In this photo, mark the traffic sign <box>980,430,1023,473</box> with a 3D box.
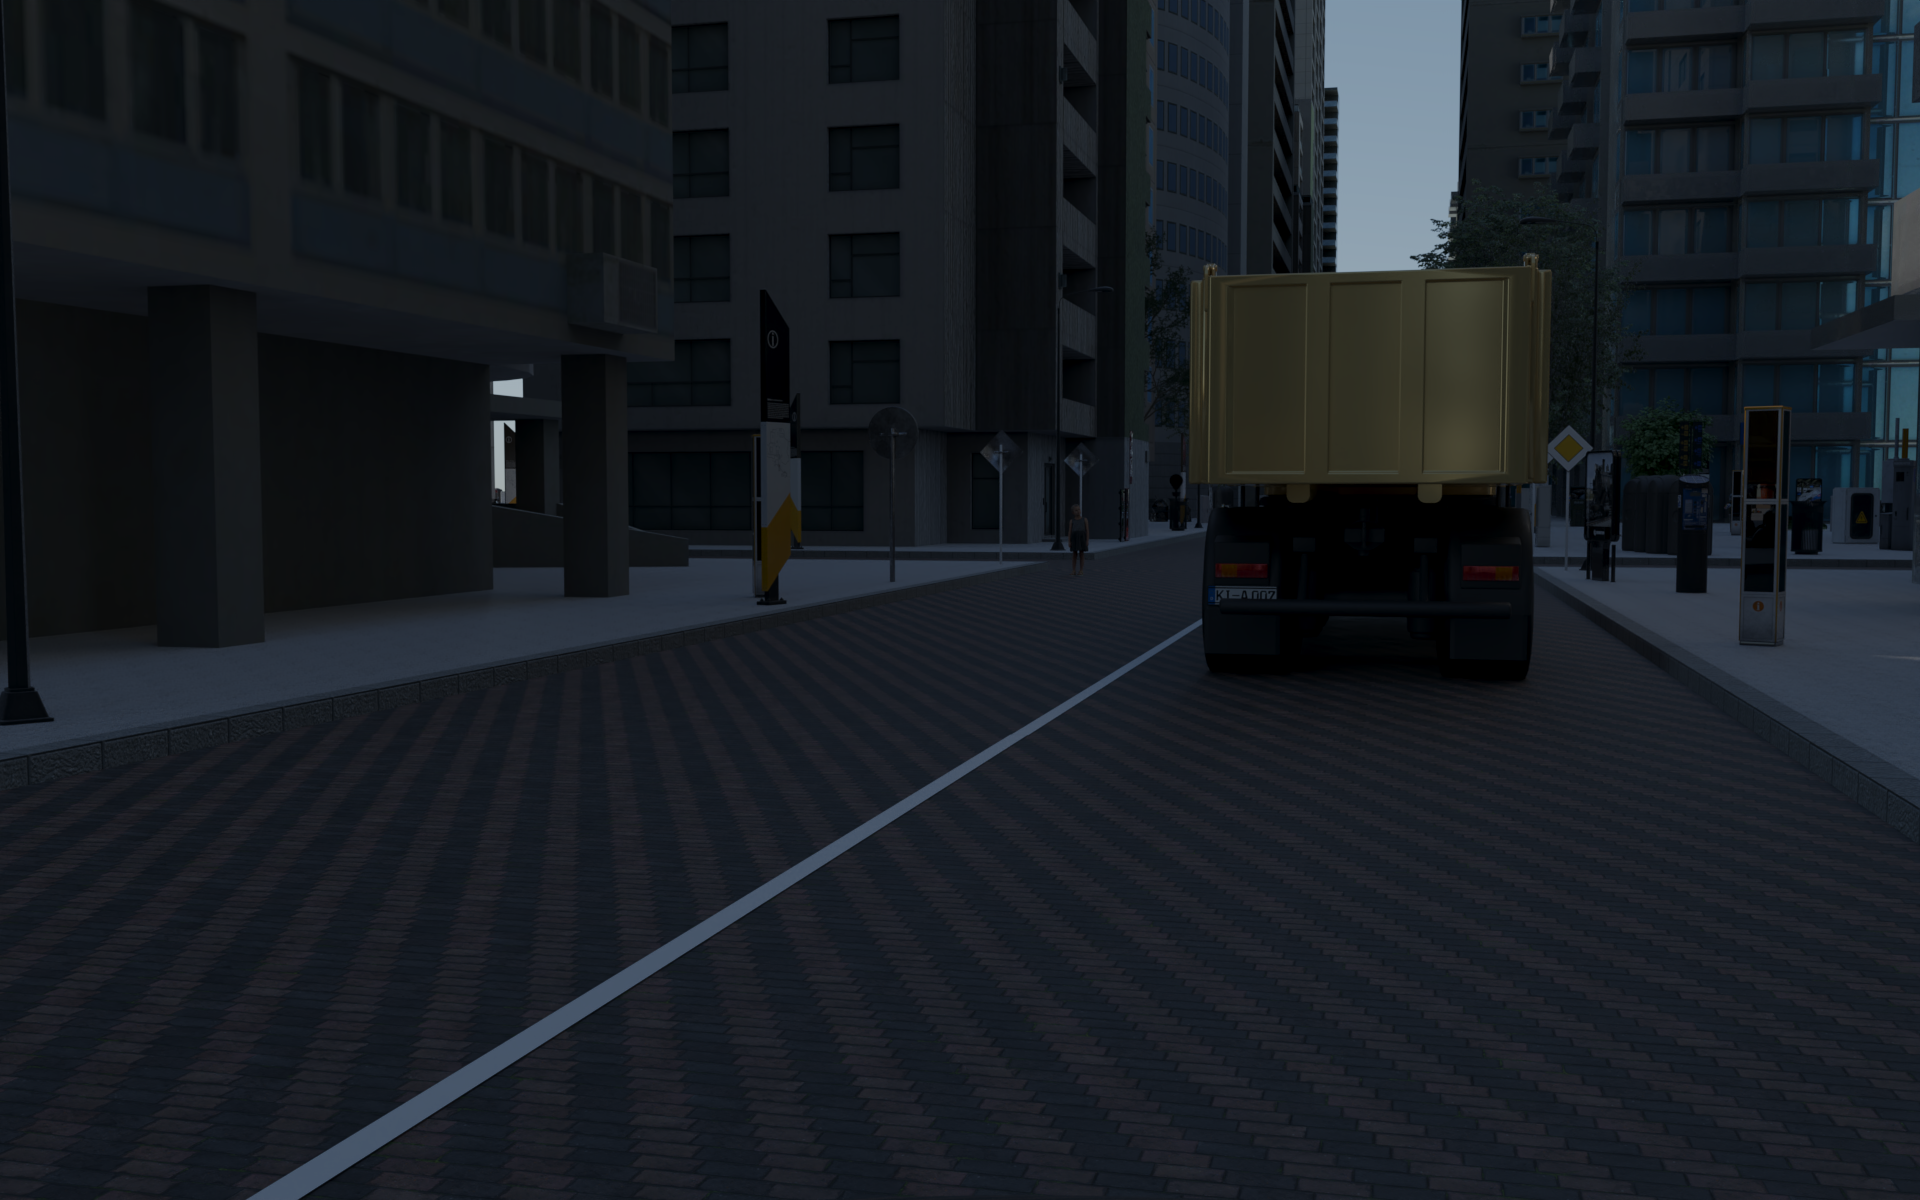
[{"bbox_3d":[0.734,-1.793,31.512,0.795,2.593,0.064,1,4,14],"label":"traffic sign"}]

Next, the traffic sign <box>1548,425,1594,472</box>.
[{"bbox_3d":[10.215,-1.643,29.059,0.795,2.593,0.064,1,4,14],"label":"traffic sign"}]

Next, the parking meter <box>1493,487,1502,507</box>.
[{"bbox_3d":[16.390,-2.902,53.161,0.399,1.863,0.255,-1,4,-23],"label":"parking meter"}]

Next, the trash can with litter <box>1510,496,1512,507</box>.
[{"bbox_3d":[26.840,-4.457,83.937,1.678,1.210,2.233,3,5,43],"label":"trash can with litter"}]

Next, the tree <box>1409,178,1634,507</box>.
[{"bbox_3d":[22.393,-10.038,70.769,9.857,13.997,8.962,0,3,0],"label":"tree"}]

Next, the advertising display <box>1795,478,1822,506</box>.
[{"bbox_3d":[34.479,-3.986,70.378,0.974,1.923,0.123,1,4,11],"label":"advertising display"}]

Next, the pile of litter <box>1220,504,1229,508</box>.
[{"bbox_3d":[12.043,-3.864,77.135,1.176,0.858,1.719,1,4,20],"label":"pile of litter"}]

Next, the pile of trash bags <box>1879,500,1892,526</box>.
[{"bbox_3d":[37.649,-3.642,69.304,3.447,1.369,1.912,0,4,-2],"label":"pile of trash bags"}]

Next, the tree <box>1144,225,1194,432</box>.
[{"bbox_3d":[5.947,-7.526,57.466,8.767,10.594,7.601,1,4,19],"label":"tree"}]

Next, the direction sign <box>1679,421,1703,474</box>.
[{"bbox_3d":[22.754,-3.792,53.991,0.876,3.537,0.379,-1,4,-21],"label":"direction sign"}]

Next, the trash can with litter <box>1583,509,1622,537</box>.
[{"bbox_3d":[18.505,-2.353,49.859,1.055,1.170,0.624,3,4,36],"label":"trash can with litter"}]

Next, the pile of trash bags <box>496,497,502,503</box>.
[{"bbox_3d":[-21.034,-4.086,76.563,1.912,1.369,3.447,-1,4,-14],"label":"pile of trash bags"}]

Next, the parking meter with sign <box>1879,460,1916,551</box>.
[{"bbox_3d":[21.523,-2.626,39.194,0.543,3.016,1.738,0,4,-6],"label":"parking meter with sign"}]

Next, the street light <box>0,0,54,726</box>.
[{"bbox_3d":[-4.777,-2.257,9.449,1.470,5.913,1.316,1,4,14],"label":"street light"}]

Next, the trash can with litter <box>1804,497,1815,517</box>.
[{"bbox_3d":[32.601,-3.415,67.228,1.055,1.170,0.624,2,4,35],"label":"trash can with litter"}]

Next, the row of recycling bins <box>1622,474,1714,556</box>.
[{"bbox_3d":[15.304,-1.866,37.626,1.069,1.692,3.534,0,4,2],"label":"row of recycling bins"}]

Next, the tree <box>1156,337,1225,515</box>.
[{"bbox_3d":[11.424,-7.913,79.740,4.360,8.622,3.978,0,3,0],"label":"tree"}]

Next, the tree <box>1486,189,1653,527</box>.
[{"bbox_3d":[14.681,-5.656,42.842,4.360,8.622,3.978,0,3,0],"label":"tree"}]

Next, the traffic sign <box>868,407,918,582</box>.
[{"bbox_3d":[-0.988,-1.538,25.244,0.768,2.556,0.104,1,4,15],"label":"traffic sign"}]

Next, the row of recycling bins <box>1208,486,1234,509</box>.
[{"bbox_3d":[12.722,-4.756,84.881,1.069,1.692,3.534,0,4,1],"label":"row of recycling bins"}]

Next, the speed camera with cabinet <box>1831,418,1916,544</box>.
[{"bbox_3d":[23.665,-3.083,44.743,2.038,3.252,0.660,0,4,-8],"label":"speed camera with cabinet"}]

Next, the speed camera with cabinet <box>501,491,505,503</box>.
[{"bbox_3d":[-26.533,-6.460,99.961,2.038,3.252,0.660,-1,4,-17],"label":"speed camera with cabinet"}]

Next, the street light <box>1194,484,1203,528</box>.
[{"bbox_3d":[9.515,-5.652,64.957,1.470,5.913,1.316,1,4,14],"label":"street light"}]

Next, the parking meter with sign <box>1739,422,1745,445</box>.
[{"bbox_3d":[18.989,-2.748,41.198,0.543,3.016,1.738,1,4,13],"label":"parking meter with sign"}]

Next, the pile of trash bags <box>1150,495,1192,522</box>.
[{"bbox_3d":[9.118,-4.318,80.344,3.447,1.369,1.912,1,4,18],"label":"pile of trash bags"}]

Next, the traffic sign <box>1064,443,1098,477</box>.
[{"bbox_3d":[2.725,-2.266,39.246,0.795,2.593,0.064,1,4,14],"label":"traffic sign"}]

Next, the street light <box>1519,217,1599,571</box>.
[{"bbox_3d":[10.061,-3.457,29.057,1.470,5.913,1.316,1,4,14],"label":"street light"}]

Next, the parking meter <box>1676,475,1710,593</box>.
[{"bbox_3d":[9.521,-0.862,22.504,0.372,1.533,0.369,0,3,0],"label":"parking meter"}]

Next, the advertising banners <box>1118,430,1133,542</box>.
[{"bbox_3d":[4.519,-3.108,47.001,0.090,3.025,2.074,1,4,15],"label":"advertising banners"}]

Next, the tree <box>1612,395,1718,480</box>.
[{"bbox_3d":[23.363,-4.514,57.516,4.285,4.588,4.351,0,3,0],"label":"tree"}]

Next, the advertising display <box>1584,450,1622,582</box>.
[{"bbox_3d":[9.475,-1.245,25.570,0.123,1.923,0.974,0,4,-4],"label":"advertising display"}]

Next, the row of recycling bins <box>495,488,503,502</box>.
[{"bbox_3d":[-30.659,-6.463,112.777,1.069,1.692,3.534,0,4,3],"label":"row of recycling bins"}]

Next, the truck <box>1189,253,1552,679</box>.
[{"bbox_3d":[4.132,-1.302,17.214,3.469,3.379,9.791,1,4,14],"label":"truck"}]

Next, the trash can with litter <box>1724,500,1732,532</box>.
[{"bbox_3d":[25.938,-2.831,57.674,0.624,1.170,1.055,3,5,43],"label":"trash can with litter"}]

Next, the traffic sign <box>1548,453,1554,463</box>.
[{"bbox_3d":[12.206,-2.116,36.793,0.795,2.593,0.064,1,4,14],"label":"traffic sign"}]

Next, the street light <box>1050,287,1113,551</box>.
[{"bbox_3d":[2.747,-4.069,39.061,1.470,5.913,1.316,1,4,14],"label":"street light"}]

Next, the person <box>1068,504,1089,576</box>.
[{"bbox_3d":[2.082,-1.054,30.400,0.362,1.253,0.373,1,4,15],"label":"person"}]
